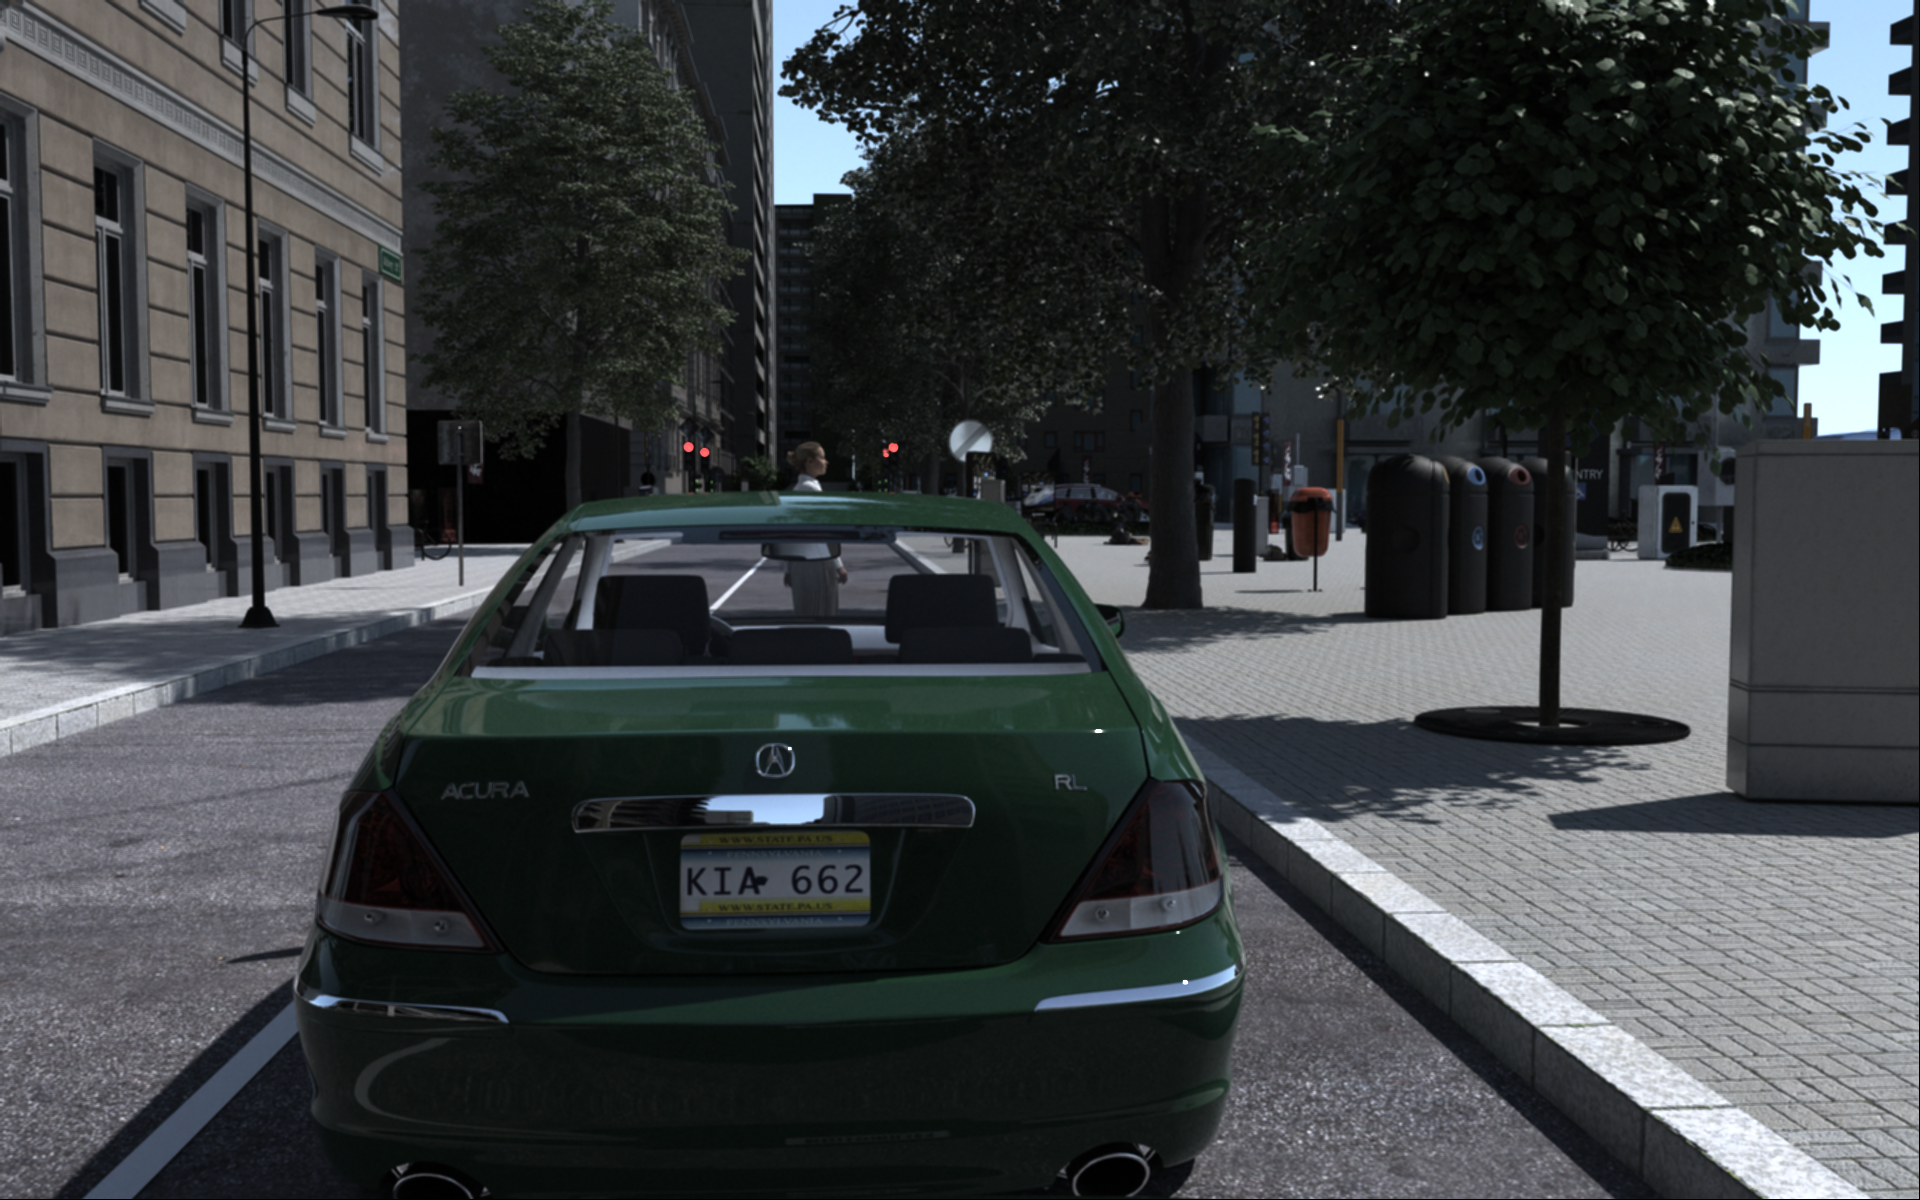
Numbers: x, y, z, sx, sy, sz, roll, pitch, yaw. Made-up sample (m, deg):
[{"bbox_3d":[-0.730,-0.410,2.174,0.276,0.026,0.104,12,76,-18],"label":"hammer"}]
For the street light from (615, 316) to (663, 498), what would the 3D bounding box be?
[{"bbox_3d":[-8.410,-4.444,45.195,1.470,5.913,1.316,0,4,-4],"label":"street light"}]

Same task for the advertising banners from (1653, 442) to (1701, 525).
[{"bbox_3d":[23.514,-3.713,56.889,0.090,3.025,2.074,-1,4,-22],"label":"advertising banners"}]

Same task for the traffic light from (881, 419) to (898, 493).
[{"bbox_3d":[-2.473,-4.563,63.521,0.839,4.253,0.868,0,4,-4],"label":"traffic light"}]

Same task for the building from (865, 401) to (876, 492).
[{"bbox_3d":[4.601,-20.397,178.531,27.650,21.520,28.899,0,4,-4],"label":"building"}]

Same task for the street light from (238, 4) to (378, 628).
[{"bbox_3d":[-6.223,-2.693,16.566,1.470,5.913,1.316,0,4,-4],"label":"street light"}]

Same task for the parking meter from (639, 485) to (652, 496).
[{"bbox_3d":[-8.818,-2.459,48.618,0.372,1.533,0.369,0,3,0],"label":"parking meter"}]

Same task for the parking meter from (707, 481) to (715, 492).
[{"bbox_3d":[-10.647,-4.166,73.824,0.399,1.863,0.255,-2,4,-30],"label":"parking meter"}]

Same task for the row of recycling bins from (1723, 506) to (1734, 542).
[{"bbox_3d":[20.509,-2.197,43.035,1.069,1.692,3.534,-2,4,-26],"label":"row of recycling bins"}]

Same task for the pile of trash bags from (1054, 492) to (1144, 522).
[{"bbox_3d":[5.142,-3.223,62.443,3.447,1.369,1.912,-2,4,-32],"label":"pile of trash bags"}]

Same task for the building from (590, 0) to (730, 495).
[{"bbox_3d":[-21.513,-19.451,105.416,14.401,28.519,23.554,0,4,-4],"label":"building"}]

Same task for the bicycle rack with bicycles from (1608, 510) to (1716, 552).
[{"bbox_3d":[14.856,-1.512,38.111,2.925,0.926,2.852,3,5,39],"label":"bicycle rack with bicycles"}]

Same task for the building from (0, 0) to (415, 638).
[{"bbox_3d":[-15.146,-14.299,19.694,13.634,28.700,20.117,0,4,-4],"label":"building"}]

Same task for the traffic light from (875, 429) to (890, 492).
[{"bbox_3d":[-3.068,-5.050,71.484,0.839,4.253,0.868,0,4,-4],"label":"traffic light"}]

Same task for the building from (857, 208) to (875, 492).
[{"bbox_3d":[-7.595,-33.935,238.430,14.086,41.232,14.154,0,4,-4],"label":"building"}]

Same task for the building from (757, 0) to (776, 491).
[{"bbox_3d":[-32.909,-47.077,207.964,20.611,71.187,20.563,0,4,-4],"label":"building"}]

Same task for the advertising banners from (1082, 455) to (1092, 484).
[{"bbox_3d":[5.086,-5.034,78.490,2.074,3.025,0.090,2,4,35],"label":"advertising banners"}]

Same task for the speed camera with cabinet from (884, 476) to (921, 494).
[{"bbox_3d":[-3.073,-5.904,90.858,2.038,3.252,0.660,0,4,-8],"label":"speed camera with cabinet"}]

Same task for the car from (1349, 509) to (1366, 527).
[{"bbox_3d":[17.481,-3.428,68.626,3.894,1.354,1.945,0,4,-4],"label":"car"}]

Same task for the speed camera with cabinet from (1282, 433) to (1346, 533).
[{"bbox_3d":[11.625,-3.826,56.889,2.038,3.252,0.660,-1,4,-14],"label":"speed camera with cabinet"}]

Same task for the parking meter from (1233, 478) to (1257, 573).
[{"bbox_3d":[4.659,-1.218,28.325,0.372,1.533,0.369,0,3,0],"label":"parking meter"}]

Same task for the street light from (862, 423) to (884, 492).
[{"bbox_3d":[-4.518,-7.140,89.278,1.470,5.913,1.316,0,4,-4],"label":"street light"}]

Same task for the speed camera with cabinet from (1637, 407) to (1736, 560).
[{"bbox_3d":[14.397,-2.431,34.079,2.038,3.252,0.660,-1,4,-17],"label":"speed camera with cabinet"}]

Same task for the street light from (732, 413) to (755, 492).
[{"bbox_3d":[-12.470,-7.740,99.095,1.470,5.913,1.316,0,4,-4],"label":"street light"}]

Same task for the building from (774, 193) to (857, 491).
[{"bbox_3d":[-21.652,-33.880,237.526,14.086,41.232,14.154,0,4,-4],"label":"building"}]

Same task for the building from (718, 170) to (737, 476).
[{"bbox_3d":[-24.535,-20.544,129.408,14.314,27.812,24.014,0,4,-4],"label":"building"}]

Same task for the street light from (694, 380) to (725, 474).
[{"bbox_3d":[-10.292,-6.011,70.821,1.470,5.913,1.316,0,4,-4],"label":"street light"}]

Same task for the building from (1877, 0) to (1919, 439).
[{"bbox_3d":[54.503,-26.358,81.061,14.200,45.320,14.600,0,4,-4],"label":"building"}]

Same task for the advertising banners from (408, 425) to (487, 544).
[{"bbox_3d":[-13.076,-2.931,44.117,2.074,3.025,0.090,0,4,-5],"label":"advertising banners"}]

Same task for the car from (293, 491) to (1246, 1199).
[{"bbox_3d":[-0.470,0.409,5.111,2.131,1.459,4.920,0,4,-4],"label":"car"}]

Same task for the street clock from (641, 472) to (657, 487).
[{"bbox_3d":[-10.195,-3.193,56.777,0.471,2.002,0.358,1,4,8],"label":"street clock"}]

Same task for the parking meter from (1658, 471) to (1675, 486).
[{"bbox_3d":[18.182,-2.381,44.647,0.399,1.863,0.255,1,4,11],"label":"parking meter"}]

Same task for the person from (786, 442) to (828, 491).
[{"bbox_3d":[-1.102,-0.211,12.171,0.641,1.798,0.478,-1,4,-11],"label":"person"}]

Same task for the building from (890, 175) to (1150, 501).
[{"bbox_3d":[9.470,-16.653,117.311,27.650,21.520,28.899,0,4,-4],"label":"building"}]

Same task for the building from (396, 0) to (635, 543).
[{"bbox_3d":[-19.108,-11.309,52.353,16.811,18.784,16.820,0,4,-4],"label":"building"}]

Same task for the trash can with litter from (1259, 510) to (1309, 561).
[{"bbox_3d":[6.329,-1.342,33.321,1.055,1.170,0.624,-2,4,-25],"label":"trash can with litter"}]

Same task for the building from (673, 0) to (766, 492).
[{"bbox_3d":[-28.672,-32.501,155.088,21.300,48.544,21.600,0,4,-4],"label":"building"}]

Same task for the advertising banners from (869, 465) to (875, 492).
[{"bbox_3d":[-5.312,-6.526,102.887,0.090,3.025,2.074,-1,4,-16],"label":"advertising banners"}]

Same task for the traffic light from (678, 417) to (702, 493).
[{"bbox_3d":[-9.813,-4.528,62.959,0.839,4.253,0.868,0,4,-4],"label":"traffic light"}]

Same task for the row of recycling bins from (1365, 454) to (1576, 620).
[{"bbox_3d":[5.596,-0.726,18.983,3.534,1.692,1.069,-3,5,-43],"label":"row of recycling bins"}]

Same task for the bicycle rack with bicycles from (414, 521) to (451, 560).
[{"bbox_3d":[-11.489,-1.189,32.817,2.925,0.926,2.852,0,4,7],"label":"bicycle rack with bicycles"}]

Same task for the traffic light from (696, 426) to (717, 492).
[{"bbox_3d":[-10.408,-5.015,70.922,0.839,4.253,0.868,0,4,-4],"label":"traffic light"}]

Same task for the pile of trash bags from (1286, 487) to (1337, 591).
[{"bbox_3d":[6.082,-0.818,23.119,3.447,1.369,1.912,0,4,-3],"label":"pile of trash bags"}]

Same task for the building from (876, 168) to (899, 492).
[{"bbox_3d":[-0.646,-23.487,155.721,14.160,30.474,14.107,0,4,-4],"label":"building"}]

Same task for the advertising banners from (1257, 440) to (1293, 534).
[{"bbox_3d":[10.033,-3.622,55.407,2.074,3.025,0.090,-3,5,-43],"label":"advertising banners"}]

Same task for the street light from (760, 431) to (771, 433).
[{"bbox_3d":[-14.588,-9.479,127.529,1.470,5.913,1.316,0,4,-4],"label":"street light"}]

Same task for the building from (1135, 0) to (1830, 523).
[{"bbox_3d":[23.813,-28.444,84.665,30.456,49.044,23.786,0,4,-4],"label":"building"}]

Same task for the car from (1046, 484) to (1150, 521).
[{"bbox_3d":[5.300,-3.588,67.331,5.304,1.827,2.281,0,4,-3],"label":"car"}]

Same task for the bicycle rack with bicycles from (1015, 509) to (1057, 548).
[{"bbox_3d":[1.092,-1.722,41.537,2.852,0.926,2.925,-1,4,-17],"label":"bicycle rack with bicycles"}]

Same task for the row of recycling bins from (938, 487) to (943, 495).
[{"bbox_3d":[0.416,-5.619,98.989,3.534,1.692,1.069,-1,4,-10],"label":"row of recycling bins"}]
